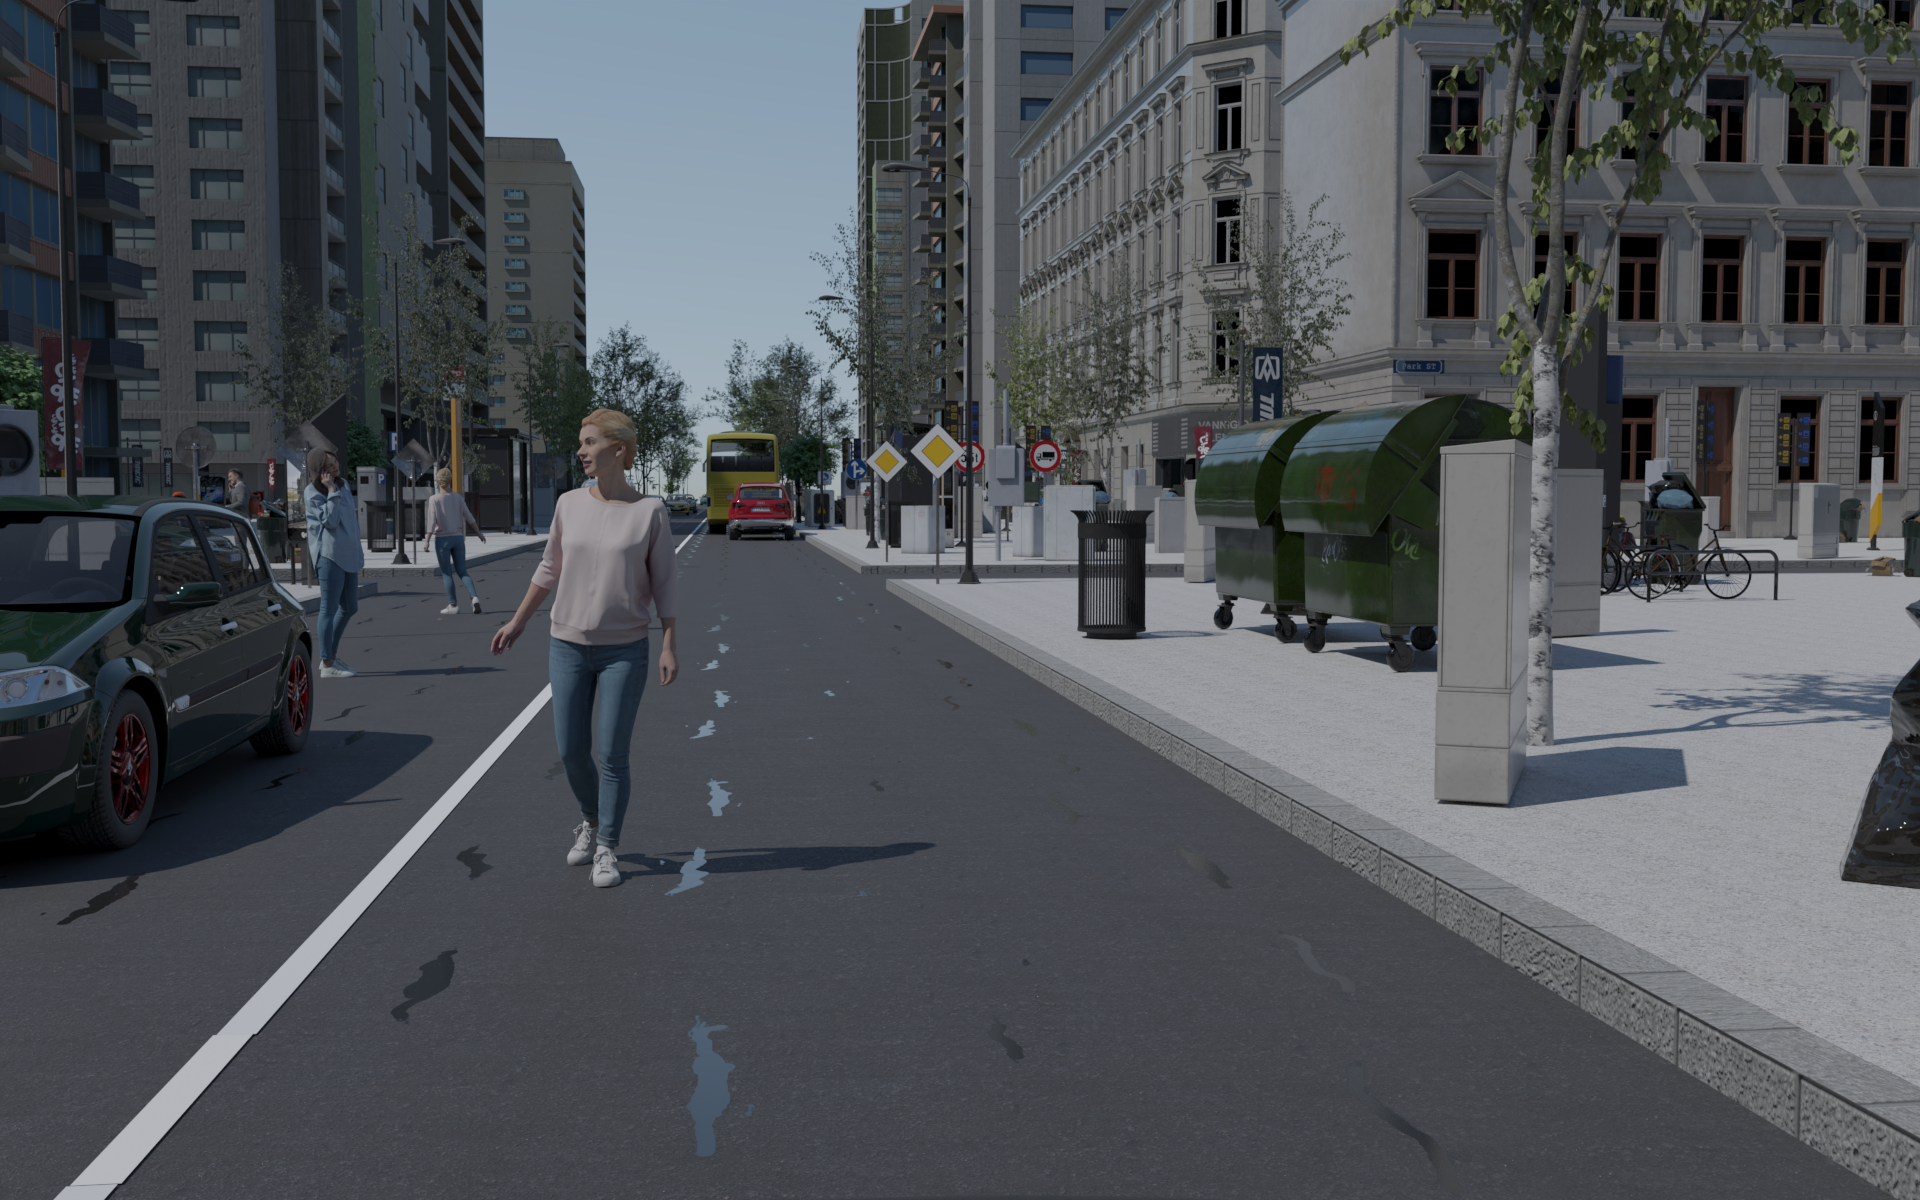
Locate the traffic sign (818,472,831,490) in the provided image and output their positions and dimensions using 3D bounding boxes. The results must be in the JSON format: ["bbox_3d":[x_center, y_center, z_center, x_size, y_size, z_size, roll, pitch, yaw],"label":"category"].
[{"bbox_3d":[-6.044,-4.609,77.480,0.606,2.300,0.079,0,4,-5],"label":"traffic sign"}]

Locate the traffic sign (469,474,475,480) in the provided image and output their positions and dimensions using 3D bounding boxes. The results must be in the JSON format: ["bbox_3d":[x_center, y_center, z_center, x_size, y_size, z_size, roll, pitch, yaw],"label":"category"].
[{"bbox_3d":[-17.890,-3.914,64.103,0.768,2.556,0.104,0,4,-1],"label":"traffic sign"}]

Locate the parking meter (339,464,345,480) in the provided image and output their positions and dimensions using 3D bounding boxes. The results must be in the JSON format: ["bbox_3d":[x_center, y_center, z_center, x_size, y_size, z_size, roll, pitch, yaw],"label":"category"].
[{"bbox_3d":[-12.105,-1.713,33.726,0.255,1.863,0.399,-1,4,-19],"label":"parking meter"}]

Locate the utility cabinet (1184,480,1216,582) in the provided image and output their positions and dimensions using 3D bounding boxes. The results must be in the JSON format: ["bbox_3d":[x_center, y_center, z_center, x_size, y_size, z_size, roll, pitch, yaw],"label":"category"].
[{"bbox_3d":[3.540,-1.022,25.394,0.318,1.500,1.173,1,4,19],"label":"utility cabinet"}]

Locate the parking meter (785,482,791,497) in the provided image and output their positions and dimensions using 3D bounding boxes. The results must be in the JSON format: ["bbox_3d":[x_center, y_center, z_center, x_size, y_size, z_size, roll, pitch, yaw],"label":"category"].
[{"bbox_3d":[-8.627,-4.966,86.897,0.255,1.863,0.399,0,4,-6],"label":"parking meter"}]

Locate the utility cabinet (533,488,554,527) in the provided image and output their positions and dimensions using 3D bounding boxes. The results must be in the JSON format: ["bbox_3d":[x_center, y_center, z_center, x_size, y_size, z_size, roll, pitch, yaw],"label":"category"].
[{"bbox_3d":[-16.041,-3.516,66.164,1.173,1.500,0.318,2,4,25],"label":"utility cabinet"}]

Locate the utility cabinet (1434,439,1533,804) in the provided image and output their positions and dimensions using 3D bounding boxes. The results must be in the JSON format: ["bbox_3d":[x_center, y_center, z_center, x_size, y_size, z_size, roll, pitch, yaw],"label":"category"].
[{"bbox_3d":[2.301,0.065,7.610,0.318,1.500,1.173,1,4,21],"label":"utility cabinet"}]

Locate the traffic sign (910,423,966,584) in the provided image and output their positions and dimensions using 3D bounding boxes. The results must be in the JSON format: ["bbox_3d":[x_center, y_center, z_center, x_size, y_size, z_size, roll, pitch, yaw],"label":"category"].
[{"bbox_3d":[-0.320,-1.282,24.610,0.795,2.450,0.064,0,4,-8],"label":"traffic sign"}]

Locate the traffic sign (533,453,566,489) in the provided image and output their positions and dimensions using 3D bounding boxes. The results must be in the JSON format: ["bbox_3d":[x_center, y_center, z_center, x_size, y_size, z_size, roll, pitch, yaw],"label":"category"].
[{"bbox_3d":[-20.571,-5.604,85.499,2.265,3.308,0.079,0,3,0],"label":"traffic sign"}]

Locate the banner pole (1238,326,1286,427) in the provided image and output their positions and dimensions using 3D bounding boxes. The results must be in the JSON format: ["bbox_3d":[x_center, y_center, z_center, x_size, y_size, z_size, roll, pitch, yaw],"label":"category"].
[{"bbox_3d":[4.448,-2.200,25.987,0.863,3.779,0.401,0,4,-6],"label":"banner pole"}]

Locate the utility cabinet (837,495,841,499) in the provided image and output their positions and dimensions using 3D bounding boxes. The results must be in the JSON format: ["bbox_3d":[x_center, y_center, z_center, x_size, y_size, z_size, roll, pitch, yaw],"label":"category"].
[{"bbox_3d":[-6.083,-4.787,89.435,0.306,1.237,1.020,1,4,13],"label":"utility cabinet"}]

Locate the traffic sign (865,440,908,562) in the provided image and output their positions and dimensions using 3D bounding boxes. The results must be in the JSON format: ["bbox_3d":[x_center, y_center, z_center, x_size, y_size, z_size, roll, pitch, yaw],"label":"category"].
[{"bbox_3d":[-1.377,-1.767,32.525,0.795,2.450,0.064,0,4,-8],"label":"traffic sign"}]

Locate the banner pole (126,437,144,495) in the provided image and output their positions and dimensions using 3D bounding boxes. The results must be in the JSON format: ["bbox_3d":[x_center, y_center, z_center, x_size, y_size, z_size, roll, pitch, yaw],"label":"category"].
[{"bbox_3d":[-36.596,-5.305,76.746,0.863,3.779,0.401,-3,5,-42],"label":"banner pole"}]

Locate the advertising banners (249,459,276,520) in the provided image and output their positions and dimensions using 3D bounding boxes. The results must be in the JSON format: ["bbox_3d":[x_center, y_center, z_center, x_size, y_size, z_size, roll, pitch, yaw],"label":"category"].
[{"bbox_3d":[-34.746,-5.488,85.910,2.074,3.025,0.090,1,4,17],"label":"advertising banners"}]

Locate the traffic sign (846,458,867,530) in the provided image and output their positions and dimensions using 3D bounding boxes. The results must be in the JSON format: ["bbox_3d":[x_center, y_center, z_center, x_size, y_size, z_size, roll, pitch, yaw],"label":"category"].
[{"bbox_3d":[-3.709,-3.791,62.087,0.768,2.556,0.104,0,4,-7],"label":"traffic sign"}]

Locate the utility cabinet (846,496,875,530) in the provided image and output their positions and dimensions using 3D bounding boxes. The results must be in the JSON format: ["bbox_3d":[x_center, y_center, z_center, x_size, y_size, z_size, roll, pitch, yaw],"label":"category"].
[{"bbox_3d":[-3.594,-3.146,62.605,1.020,1.237,0.306,1,4,8],"label":"utility cabinet"}]

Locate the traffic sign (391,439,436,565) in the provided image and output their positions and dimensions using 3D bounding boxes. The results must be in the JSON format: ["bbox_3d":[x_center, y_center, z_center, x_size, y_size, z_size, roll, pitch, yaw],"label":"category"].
[{"bbox_3d":[-9.899,-1.698,31.411,0.795,2.450,0.064,0,4,-8],"label":"traffic sign"}]

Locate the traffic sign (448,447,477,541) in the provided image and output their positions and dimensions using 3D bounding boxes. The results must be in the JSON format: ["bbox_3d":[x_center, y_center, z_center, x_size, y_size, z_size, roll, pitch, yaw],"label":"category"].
[{"bbox_3d":[-13.468,-2.865,46.949,0.768,2.556,0.104,0,4,-7],"label":"traffic sign"}]

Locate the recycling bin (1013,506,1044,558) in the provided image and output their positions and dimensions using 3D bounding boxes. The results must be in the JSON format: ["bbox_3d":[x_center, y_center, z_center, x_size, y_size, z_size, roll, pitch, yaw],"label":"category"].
[{"bbox_3d":[1.555,-1.399,35.429,0.722,1.027,0.722,-2,4,-33],"label":"recycling bin"}]

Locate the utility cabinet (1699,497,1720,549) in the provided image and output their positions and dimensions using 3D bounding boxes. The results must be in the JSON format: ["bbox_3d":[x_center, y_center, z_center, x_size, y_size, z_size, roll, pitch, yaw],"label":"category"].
[{"bbox_3d":[17.608,-1.830,41.087,0.306,1.237,1.020,0,4,-6],"label":"utility cabinet"}]

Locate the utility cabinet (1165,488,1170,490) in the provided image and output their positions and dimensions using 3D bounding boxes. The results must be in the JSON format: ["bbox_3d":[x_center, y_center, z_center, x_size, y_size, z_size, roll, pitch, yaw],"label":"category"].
[{"bbox_3d":[7.993,-3.510,66.066,0.318,1.500,1.173,1,4,15],"label":"utility cabinet"}]

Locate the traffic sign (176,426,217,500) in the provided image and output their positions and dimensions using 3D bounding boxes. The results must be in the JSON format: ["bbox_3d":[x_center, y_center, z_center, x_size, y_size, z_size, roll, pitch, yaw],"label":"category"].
[{"bbox_3d":[-14.279,-1.974,32.387,0.768,2.556,0.104,0,4,2],"label":"traffic sign"}]

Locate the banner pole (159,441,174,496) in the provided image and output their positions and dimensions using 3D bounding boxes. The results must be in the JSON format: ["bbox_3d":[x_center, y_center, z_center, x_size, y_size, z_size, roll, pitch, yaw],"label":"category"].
[{"bbox_3d":[-37.672,-5.634,82.131,0.401,3.779,0.863,2,4,32],"label":"banner pole"}]

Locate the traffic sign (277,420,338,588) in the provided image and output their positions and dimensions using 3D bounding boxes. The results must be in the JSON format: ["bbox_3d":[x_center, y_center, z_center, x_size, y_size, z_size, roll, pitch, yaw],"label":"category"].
[{"bbox_3d":[-8.841,-1.214,23.496,0.795,2.450,0.064,0,4,-8],"label":"traffic sign"}]

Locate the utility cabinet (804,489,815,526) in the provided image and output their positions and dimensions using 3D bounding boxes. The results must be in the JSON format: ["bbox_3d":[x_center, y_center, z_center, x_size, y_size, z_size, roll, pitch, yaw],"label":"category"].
[{"bbox_3d":[-6.032,-3.731,69.687,0.318,1.500,1.173,0,4,2],"label":"utility cabinet"}]

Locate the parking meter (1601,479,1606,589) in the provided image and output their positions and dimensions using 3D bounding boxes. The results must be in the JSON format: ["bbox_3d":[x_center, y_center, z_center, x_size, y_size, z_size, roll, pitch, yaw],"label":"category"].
[{"bbox_3d":[8.595,-0.929,23.605,0.372,1.533,0.369,0,3,0],"label":"parking meter"}]

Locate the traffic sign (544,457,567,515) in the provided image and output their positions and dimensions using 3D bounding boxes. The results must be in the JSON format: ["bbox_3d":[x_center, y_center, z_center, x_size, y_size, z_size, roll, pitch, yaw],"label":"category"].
[{"bbox_3d":[-13.854,-3.620,59.290,0.768,2.556,0.104,0,4,-7],"label":"traffic sign"}]

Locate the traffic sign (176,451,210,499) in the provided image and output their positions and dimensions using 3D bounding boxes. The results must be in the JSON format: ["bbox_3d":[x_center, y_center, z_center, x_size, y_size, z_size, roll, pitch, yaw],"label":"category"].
[{"bbox_3d":[-15.103,-2.086,34.210,0.768,2.556,0.104,0,4,1],"label":"traffic sign"}]

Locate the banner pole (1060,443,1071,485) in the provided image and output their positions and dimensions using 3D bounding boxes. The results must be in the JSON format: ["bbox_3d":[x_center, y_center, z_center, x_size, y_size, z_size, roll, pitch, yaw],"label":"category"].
[{"bbox_3d":[5.221,-5.838,85.461,0.863,3.779,0.401,3,5,44],"label":"banner pole"}]

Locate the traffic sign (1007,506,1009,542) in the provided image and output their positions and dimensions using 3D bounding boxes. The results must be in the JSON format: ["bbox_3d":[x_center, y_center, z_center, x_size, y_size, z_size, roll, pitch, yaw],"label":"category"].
[{"bbox_3d":[1.291,-2.727,46.716,0.606,2.300,0.079,0,4,-7],"label":"traffic sign"}]

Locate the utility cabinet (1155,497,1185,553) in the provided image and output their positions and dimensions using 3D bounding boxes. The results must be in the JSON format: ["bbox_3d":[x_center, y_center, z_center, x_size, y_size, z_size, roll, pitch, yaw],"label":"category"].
[{"bbox_3d":[4.754,-1.621,37.665,1.020,1.237,0.306,-1,4,-15],"label":"utility cabinet"}]

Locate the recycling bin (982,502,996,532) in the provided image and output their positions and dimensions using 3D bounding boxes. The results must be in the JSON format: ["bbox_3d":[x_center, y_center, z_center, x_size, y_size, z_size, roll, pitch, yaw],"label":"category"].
[{"bbox_3d":[0.932,-2.803,58.377,0.722,1.027,0.722,2,4,24],"label":"recycling bin"}]

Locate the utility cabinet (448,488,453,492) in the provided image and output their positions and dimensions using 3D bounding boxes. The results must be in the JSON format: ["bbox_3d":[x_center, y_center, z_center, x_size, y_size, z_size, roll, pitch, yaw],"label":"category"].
[{"bbox_3d":[-18.401,-3.263,62.036,1.173,1.500,0.318,0,4,4],"label":"utility cabinet"}]

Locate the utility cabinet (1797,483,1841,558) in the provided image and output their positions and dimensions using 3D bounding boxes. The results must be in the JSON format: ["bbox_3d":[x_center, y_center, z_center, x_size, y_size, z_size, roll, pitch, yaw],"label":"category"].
[{"bbox_3d":[17.088,-1.575,34.423,1.173,1.500,0.318,-3,5,-40],"label":"utility cabinet"}]

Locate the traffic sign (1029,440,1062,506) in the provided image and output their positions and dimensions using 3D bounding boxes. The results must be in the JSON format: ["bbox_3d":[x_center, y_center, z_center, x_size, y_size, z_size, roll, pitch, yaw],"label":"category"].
[{"bbox_3d":[1.998,-2.479,40.644,0.768,2.556,0.104,0,4,-7],"label":"traffic sign"}]

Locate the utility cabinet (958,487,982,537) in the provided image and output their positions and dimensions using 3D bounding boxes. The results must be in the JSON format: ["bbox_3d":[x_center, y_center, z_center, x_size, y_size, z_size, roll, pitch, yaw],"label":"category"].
[{"bbox_3d":[0.070,-2.597,51.137,1.173,1.500,0.318,0,4,4],"label":"utility cabinet"}]

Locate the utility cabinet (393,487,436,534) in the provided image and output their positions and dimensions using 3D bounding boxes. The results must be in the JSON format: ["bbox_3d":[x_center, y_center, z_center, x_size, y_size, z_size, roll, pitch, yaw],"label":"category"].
[{"bbox_3d":[-17.517,-2.866,55.535,1.173,1.500,0.318,-1,4,-9],"label":"utility cabinet"}]

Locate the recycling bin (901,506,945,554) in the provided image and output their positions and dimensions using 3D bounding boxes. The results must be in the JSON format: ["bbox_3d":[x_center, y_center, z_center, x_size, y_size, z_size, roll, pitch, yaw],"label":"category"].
[{"bbox_3d":[-0.796,-1.521,37.418,0.722,1.027,0.722,2,4,30],"label":"recycling bin"}]

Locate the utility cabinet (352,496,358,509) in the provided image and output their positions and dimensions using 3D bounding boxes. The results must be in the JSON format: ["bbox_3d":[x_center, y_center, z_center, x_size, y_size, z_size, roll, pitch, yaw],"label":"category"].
[{"bbox_3d":[-21.512,-3.088,61.655,0.306,1.237,1.020,3,5,40],"label":"utility cabinet"}]

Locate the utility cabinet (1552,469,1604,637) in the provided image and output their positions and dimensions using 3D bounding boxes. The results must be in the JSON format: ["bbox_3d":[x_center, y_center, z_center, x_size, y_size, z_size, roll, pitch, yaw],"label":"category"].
[{"bbox_3d":[5.198,-0.414,15.448,1.173,1.500,0.318,-2,4,-30],"label":"utility cabinet"}]

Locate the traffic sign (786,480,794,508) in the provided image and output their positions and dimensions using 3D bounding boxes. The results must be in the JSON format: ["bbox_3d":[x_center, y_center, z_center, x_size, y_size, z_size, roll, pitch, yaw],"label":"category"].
[{"bbox_3d":[-8.910,-5.662,92.579,0.884,2.594,0.081,0,4,-7],"label":"traffic sign"}]

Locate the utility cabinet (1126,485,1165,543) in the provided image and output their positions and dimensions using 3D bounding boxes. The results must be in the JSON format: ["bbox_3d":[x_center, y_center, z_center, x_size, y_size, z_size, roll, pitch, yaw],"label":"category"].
[{"bbox_3d":[4.781,-2.225,45.059,0.318,1.500,1.173,3,5,42],"label":"utility cabinet"}]

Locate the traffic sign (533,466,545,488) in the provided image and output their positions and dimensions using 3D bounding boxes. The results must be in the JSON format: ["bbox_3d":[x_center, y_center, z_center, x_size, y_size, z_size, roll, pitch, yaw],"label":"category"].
[{"bbox_3d":[-19.400,-4.848,79.373,0.768,2.556,0.104,0,4,-2],"label":"traffic sign"}]

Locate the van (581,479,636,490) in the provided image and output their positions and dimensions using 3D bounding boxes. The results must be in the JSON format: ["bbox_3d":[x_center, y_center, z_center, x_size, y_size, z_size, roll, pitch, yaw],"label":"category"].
[{"bbox_3d":[-9.219,-2.339,45.259,2.013,2.044,4.112,0,4,-8],"label":"van"}]

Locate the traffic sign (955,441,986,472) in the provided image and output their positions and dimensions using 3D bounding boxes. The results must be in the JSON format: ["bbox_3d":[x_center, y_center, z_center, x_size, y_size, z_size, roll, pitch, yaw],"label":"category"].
[{"bbox_3d":[0.225,-2.523,41.353,0.768,2.556,0.104,0,4,-2],"label":"traffic sign"}]

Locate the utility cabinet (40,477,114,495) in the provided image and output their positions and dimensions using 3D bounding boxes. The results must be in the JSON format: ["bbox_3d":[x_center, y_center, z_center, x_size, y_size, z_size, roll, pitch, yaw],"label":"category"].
[{"bbox_3d":[-12.097,-0.902,23.422,1.173,1.500,0.318,-3,5,-40],"label":"utility cabinet"}]
